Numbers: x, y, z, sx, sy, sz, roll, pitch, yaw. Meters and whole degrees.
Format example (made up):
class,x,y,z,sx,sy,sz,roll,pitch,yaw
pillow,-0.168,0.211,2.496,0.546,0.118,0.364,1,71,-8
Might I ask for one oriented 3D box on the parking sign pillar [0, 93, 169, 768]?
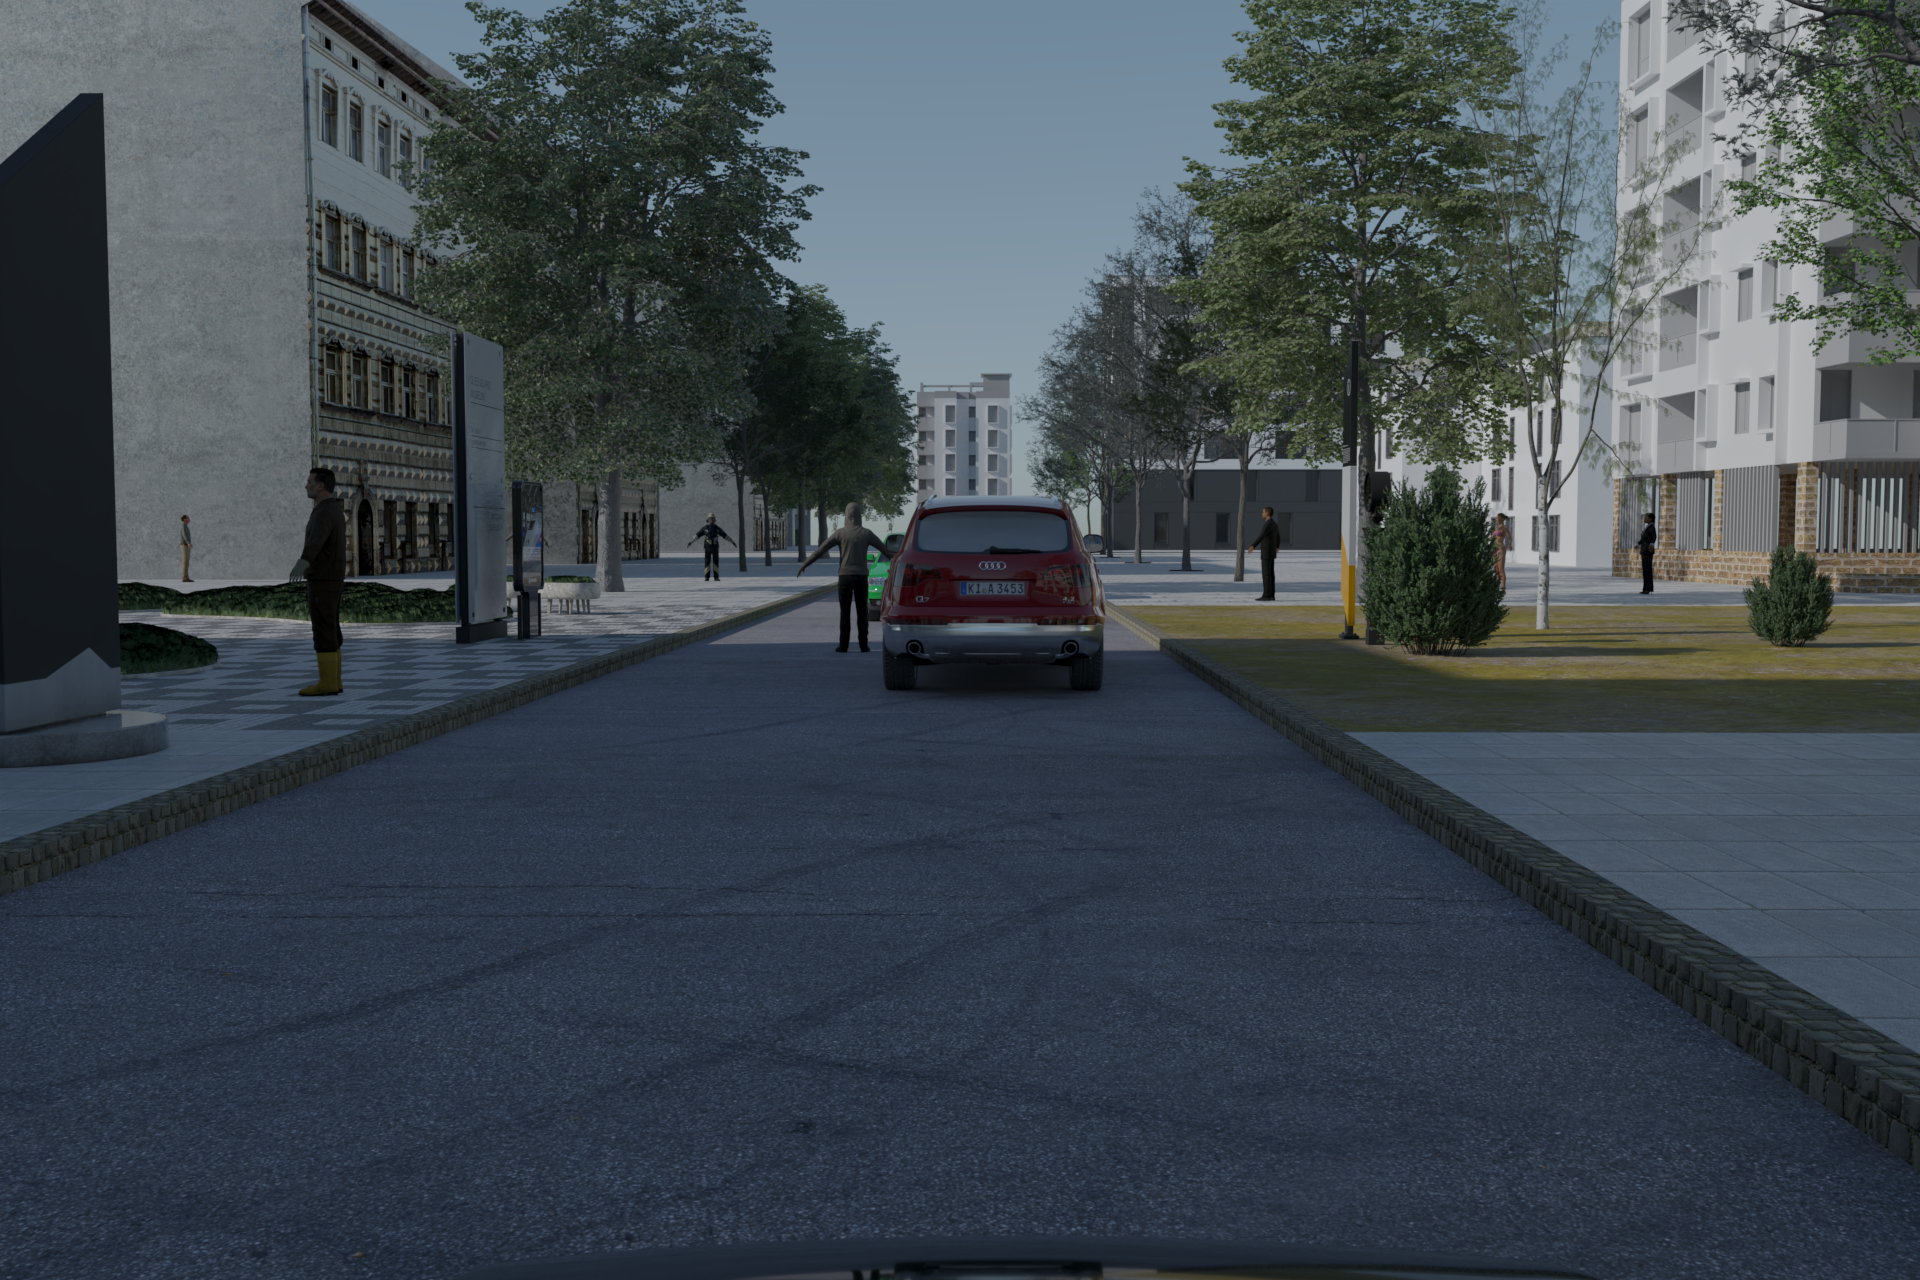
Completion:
class,x,y,z,sx,sy,sz,roll,pitch,yaw
parking sign pillar,-5.439,-1.320,10.051,1.447,3.967,1.447,0,4,1

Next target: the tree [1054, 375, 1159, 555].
class,x,y,z,sx,sy,sz,roll,pitch,yaw
tree,8.974,-11.051,106.446,9.928,11.665,9.643,0,3,0

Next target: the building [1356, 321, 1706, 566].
class,x,y,z,sx,sy,sz,roll,pitch,yaw
building,25.499,-8.583,82.474,9.099,9.664,28.070,0,4,1

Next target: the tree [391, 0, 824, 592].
class,x,y,z,sx,sy,sz,roll,pitch,yaw
tree,-7.856,-8.041,38.130,9.857,13.997,8.962,0,3,0

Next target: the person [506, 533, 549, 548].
class,x,y,z,sx,sy,sz,roll,pitch,yaw
person,-11.599,-2.451,46.197,1.348,1.813,0.705,0,4,4

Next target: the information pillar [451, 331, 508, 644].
class,x,y,z,sx,sy,sz,roll,pitch,yaw
information pillar,-5.804,-1.813,20.953,0.184,3.620,1.656,0,4,0

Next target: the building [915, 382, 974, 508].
class,x,y,z,sx,sy,sz,roll,pitch,yaw
building,-4.978,-21.387,208.559,11.380,20.090,16.016,0,4,5

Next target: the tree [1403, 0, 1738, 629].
class,x,y,z,sx,sy,sz,roll,pitch,yaw
tree,7.924,-4.465,23.372,4.360,8.622,3.978,0,3,0

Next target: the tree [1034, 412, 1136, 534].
class,x,y,z,sx,sy,sz,roll,pitch,yaw
tree,8.426,-11.117,116.180,7.601,10.594,8.767,0,4,-5

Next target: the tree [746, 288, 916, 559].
class,x,y,z,sx,sy,sz,roll,pitch,yaw
tree,-7.086,-11.176,89.381,9.857,13.997,8.962,0,3,0

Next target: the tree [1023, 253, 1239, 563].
class,x,y,z,sx,sy,sz,roll,pitch,yaw
tree,7.882,-10.110,75.663,12.009,13.543,11.850,0,3,0

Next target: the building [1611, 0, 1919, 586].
class,x,y,z,sx,sy,sz,roll,pitch,yaw
building,24.545,-11.814,49.578,16.016,20.090,11.380,0,4,1

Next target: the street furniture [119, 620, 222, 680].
class,x,y,z,sx,sy,sz,roll,pitch,yaw
street furniture,-11.905,0.045,14.889,10.072,0.657,5.734,-2,4,-35

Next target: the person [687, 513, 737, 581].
class,x,y,z,sx,sy,sz,roll,pitch,yaw
person,-6.772,-2.536,47.250,1.354,1.856,0.705,-1,4,-15

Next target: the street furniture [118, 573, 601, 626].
class,x,y,z,sx,sy,sz,roll,pitch,yaw
street furniture,-10.602,-0.770,28.222,10.072,0.657,5.734,2,4,34

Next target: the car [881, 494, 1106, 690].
class,x,y,z,sx,sy,sz,roll,pitch,yaw
car,0.344,-0.536,17.435,2.281,1.827,5.304,0,4,1

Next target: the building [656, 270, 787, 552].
class,x,y,z,sx,sy,sz,roll,pitch,yaw
building,-23.928,-18.575,134.627,19.493,23.208,18.063,0,4,2

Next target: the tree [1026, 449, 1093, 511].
class,x,y,z,sx,sy,sz,roll,pitch,yaw
tree,11.992,-17.144,206.057,9.928,11.665,9.643,0,3,0

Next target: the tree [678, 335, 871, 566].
class,x,y,z,sx,sy,sz,roll,pitch,yaw
tree,-7.586,-8.241,69.147,8.767,10.594,7.601,0,4,5

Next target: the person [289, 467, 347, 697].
class,x,y,z,sx,sy,sz,roll,pitch,yaw
person,-5.103,-0.470,13.819,0.704,1.812,1.346,-1,4,-10

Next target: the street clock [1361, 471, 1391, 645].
class,x,y,z,sx,sy,sz,roll,pitch,yaw
street clock,4.810,-0.945,20.014,0.358,2.002,0.471,0,4,2

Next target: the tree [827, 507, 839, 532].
class,x,y,z,sx,sy,sz,roll,pitch,yaw
tree,-14.738,-15.414,202.388,4.737,8.622,4.395,0,3,0

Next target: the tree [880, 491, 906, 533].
class,x,y,z,sx,sy,sz,roll,pitch,yaw
tree,-8.347,-15.598,205.383,4.737,8.622,4.395,0,3,0

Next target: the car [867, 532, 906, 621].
class,x,y,z,sx,sy,sz,roll,pitch,yaw
car,-0.652,-1.285,29.803,1.959,1.807,4.718,0,4,1

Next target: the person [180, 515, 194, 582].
class,x,y,z,sx,sy,sz,roll,pitch,yaw
person,-20.620,-2.442,46.196,0.705,1.796,1.348,-2,4,-26

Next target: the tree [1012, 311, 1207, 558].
class,x,y,z,sx,sy,sz,roll,pitch,yaw
tree,7.977,-11.171,93.012,12.009,13.543,11.850,0,3,0

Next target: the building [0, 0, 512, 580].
class,x,y,z,sx,sy,sz,roll,pitch,yaw
building,-26.991,-13.838,57.172,19.493,23.208,18.063,0,4,2

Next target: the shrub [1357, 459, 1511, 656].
class,x,y,z,sx,sy,sz,roll,pitch,yaw
shrub,5.054,-0.881,18.450,1.661,2.075,1.752,0,3,0

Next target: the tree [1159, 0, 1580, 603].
class,x,y,z,sx,sy,sz,roll,pitch,yaw
tree,7.288,-6.983,32.296,7.486,12.596,7.792,0,3,0

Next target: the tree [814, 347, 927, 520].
class,x,y,z,sx,sy,sz,roll,pitch,yaw
tree,-6.930,-12.831,116.446,9.857,13.997,8.962,0,3,0

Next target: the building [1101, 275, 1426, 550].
class,x,y,z,sx,sy,sz,roll,pitch,yaw
building,26.252,-18.910,153.158,27.936,21.610,32.646,0,4,1

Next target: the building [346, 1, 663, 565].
class,x,y,z,sx,sy,sz,roll,pitch,yaw
building,-25.109,-15.299,81.072,19.493,23.208,18.063,0,4,1

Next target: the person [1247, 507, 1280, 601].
class,x,y,z,sx,sy,sz,roll,pitch,yaw
person,5.896,-1.655,33.279,0.704,1.802,1.346,2,4,33

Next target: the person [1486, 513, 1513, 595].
class,x,y,z,sx,sy,sz,roll,pitch,yaw
person,11.373,-1.829,36.707,0.721,1.733,1.217,-1,4,-13

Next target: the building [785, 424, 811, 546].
class,x,y,z,sx,sy,sz,roll,pitch,yaw
building,-25.738,-19.168,179.858,16.747,18.905,31.486,0,4,2

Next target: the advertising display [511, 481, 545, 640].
class,x,y,z,sx,sy,sz,roll,pitch,yaw
advertising display,-5.306,-0.985,21.311,0.123,1.923,0.974,0,4,2

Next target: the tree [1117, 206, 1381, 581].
class,x,y,z,sx,sy,sz,roll,pitch,yaw
tree,7.904,-6.868,46.696,7.601,10.594,8.767,-1,4,-12

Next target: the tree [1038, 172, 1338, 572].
class,x,y,z,sx,sy,sz,roll,pitch,yaw
tree,7.750,-9.100,59.161,12.009,13.543,11.850,0,3,0

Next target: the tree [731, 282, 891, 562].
class,x,y,z,sx,sy,sz,roll,pitch,yaw
tree,-6.989,-9.783,78.080,7.486,12.596,7.792,0,3,0

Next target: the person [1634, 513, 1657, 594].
class,x,y,z,sx,sy,sz,roll,pitch,yaw
person,14.614,-1.851,36.990,0.721,1.740,1.216,0,4,6

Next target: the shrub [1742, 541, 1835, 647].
class,x,y,z,sx,sy,sz,roll,pitch,yaw
shrub,9.461,-0.530,19.784,1.383,1.207,1.383,0,3,0

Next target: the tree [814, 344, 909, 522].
class,x,y,z,sx,sy,sz,roll,pitch,yaw
tree,-6.977,-11.378,104.155,7.486,12.596,7.792,0,3,0

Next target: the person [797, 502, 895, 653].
class,x,y,z,sx,sy,sz,roll,pitch,yaw
person,-1.296,-0.760,21.008,1.348,1.813,0.705,-1,4,-9

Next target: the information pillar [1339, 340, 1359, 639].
class,x,y,z,sx,sy,sz,roll,pitch,yaw
information pillar,4.778,-1.828,21.238,0.183,3.616,0.504,0,4,1

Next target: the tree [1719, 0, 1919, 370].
class,x,y,z,sx,sy,sz,roll,pitch,yaw
tree,16.616,-6.252,27.984,9.928,11.665,9.643,0,3,0

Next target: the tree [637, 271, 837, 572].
class,x,y,z,sx,sy,sz,roll,pitch,yaw
tree,-7.698,-7.605,58.753,7.601,10.594,8.767,-3,5,-40

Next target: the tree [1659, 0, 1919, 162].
class,x,y,z,sx,sy,sz,roll,pitch,yaw
tree,6.849,-6.057,9.408,12.009,13.543,11.850,0,3,0
